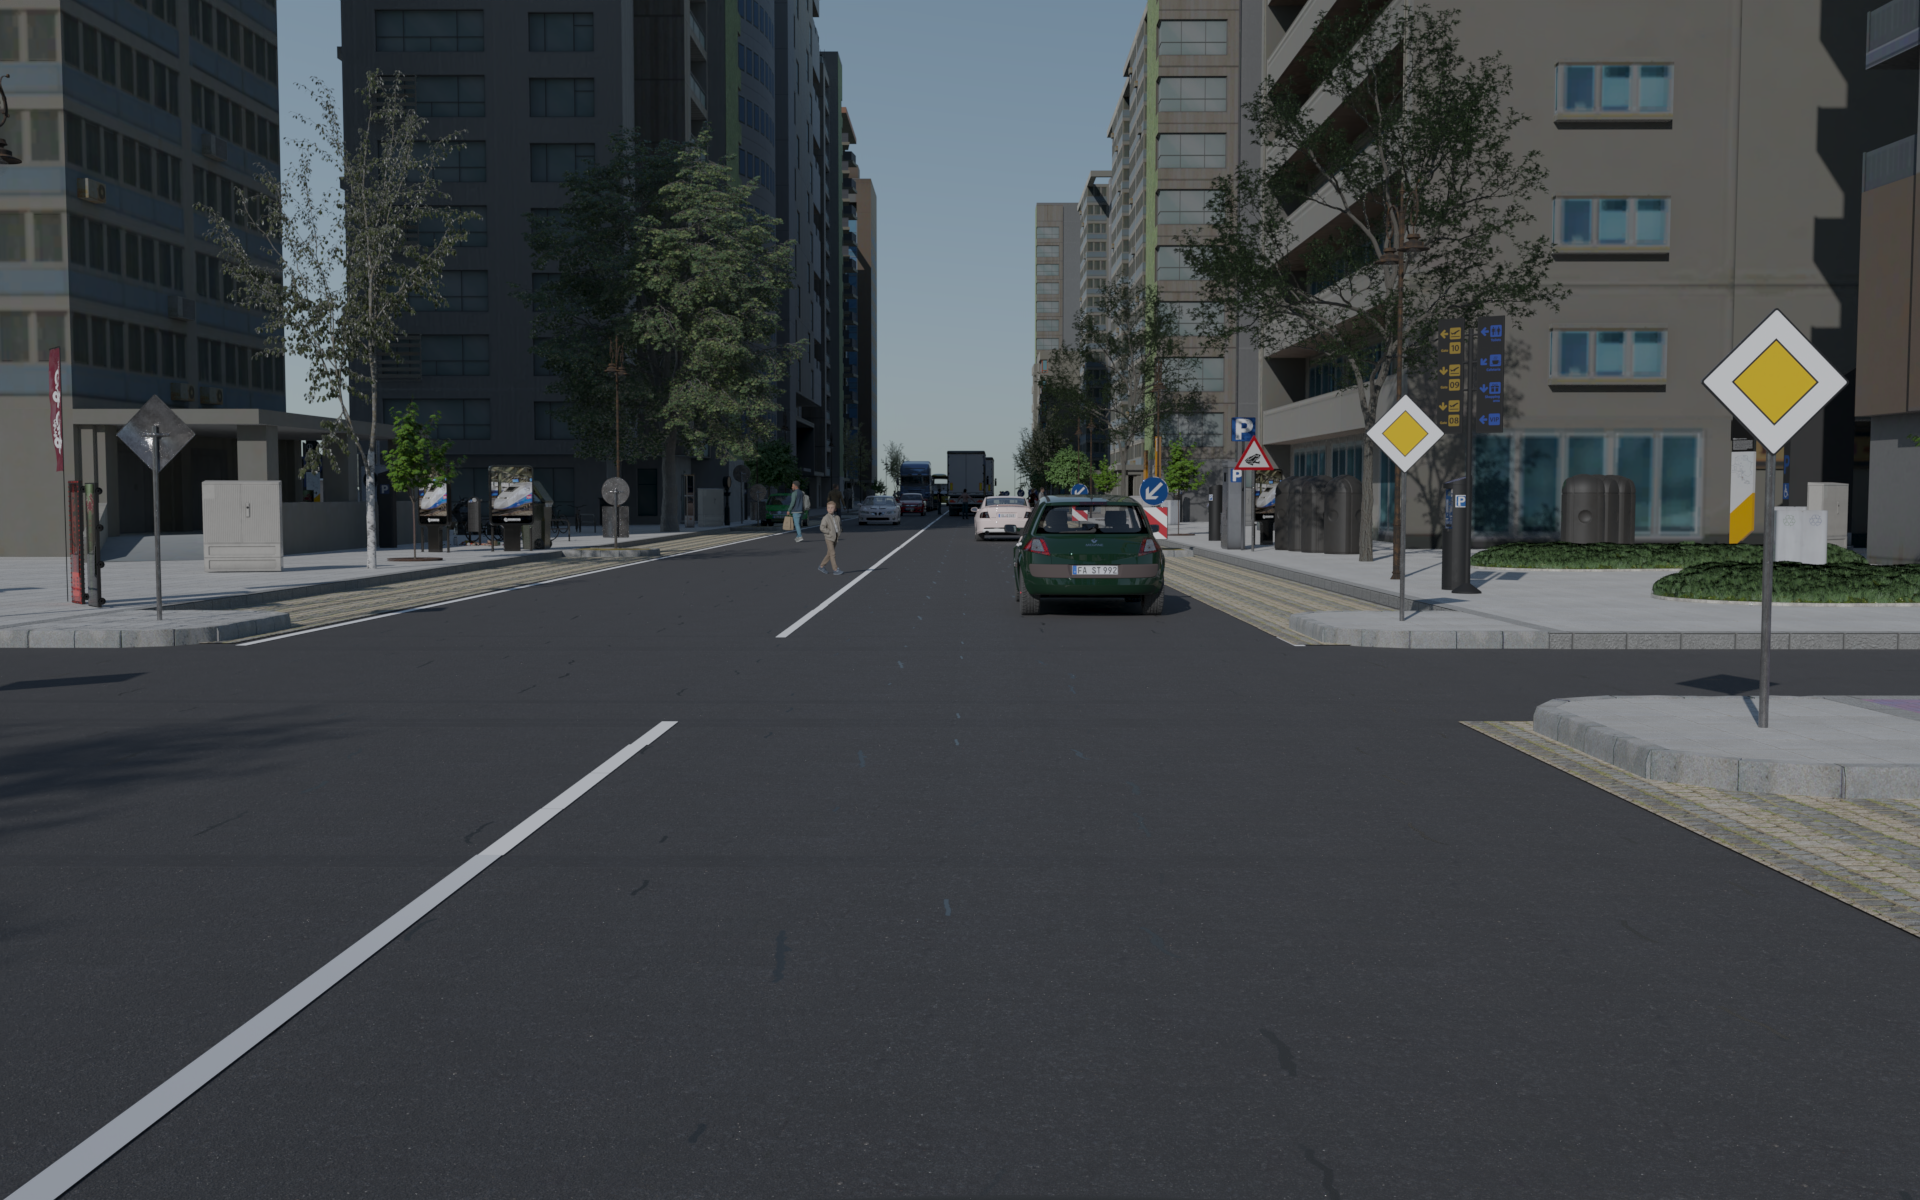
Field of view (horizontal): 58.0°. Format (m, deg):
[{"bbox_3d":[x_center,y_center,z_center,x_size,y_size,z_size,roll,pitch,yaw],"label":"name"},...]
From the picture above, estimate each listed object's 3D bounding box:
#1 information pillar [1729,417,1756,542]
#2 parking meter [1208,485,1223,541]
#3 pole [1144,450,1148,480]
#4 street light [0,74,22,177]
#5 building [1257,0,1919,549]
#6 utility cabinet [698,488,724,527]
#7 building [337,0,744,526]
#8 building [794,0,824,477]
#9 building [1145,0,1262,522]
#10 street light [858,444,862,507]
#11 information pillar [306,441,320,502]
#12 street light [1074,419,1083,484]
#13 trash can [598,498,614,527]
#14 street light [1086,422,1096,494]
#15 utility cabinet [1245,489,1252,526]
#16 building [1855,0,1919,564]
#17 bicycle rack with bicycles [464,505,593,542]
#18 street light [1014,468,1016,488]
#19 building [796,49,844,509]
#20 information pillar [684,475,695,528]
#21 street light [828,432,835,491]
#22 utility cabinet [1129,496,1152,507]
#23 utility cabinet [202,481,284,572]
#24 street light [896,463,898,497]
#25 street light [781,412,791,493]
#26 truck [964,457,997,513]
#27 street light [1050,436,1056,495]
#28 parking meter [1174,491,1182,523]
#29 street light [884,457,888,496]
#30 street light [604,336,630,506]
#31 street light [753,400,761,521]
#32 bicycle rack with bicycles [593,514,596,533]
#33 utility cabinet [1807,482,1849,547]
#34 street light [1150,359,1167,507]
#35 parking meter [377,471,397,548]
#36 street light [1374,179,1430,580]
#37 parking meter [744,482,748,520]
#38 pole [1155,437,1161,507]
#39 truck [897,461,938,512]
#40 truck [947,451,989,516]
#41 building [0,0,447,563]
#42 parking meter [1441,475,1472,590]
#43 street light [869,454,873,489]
[{"bbox_3d":[15.362,-2.608,33.990,0.183,3.616,0.504,-2,4,-32],"label":"information pillar"},{"bbox_3d":[6.999,-2.387,47.442,0.372,1.533,0.369,0,3,0],"label":"parking meter"},{"bbox_3d":[8.622,-5.293,80.380,0.158,3.312,0.155,0,3,0],"label":"pole"},{"bbox_3d":[-10.189,-2.748,17.723,0.468,5.910,1.993,0,4,0],"label":"street light"},{"bbox_3d":[21.092,-26.031,49.310,21.300,48.544,21.600,0,4,0],"label":"building"},{"bbox_3d":[-9.732,-3.610,67.695,0.318,1.500,1.173,2,4,34],"label":"utility cabinet"},{"bbox_3d":[-17.325,-23.903,74.401,14.154,41.232,14.086,0,4,0],"label":"building"},{"bbox_3d":[-25.162,-33.339,134.336,28.713,52.752,27.495,0,4,0],"label":"building"},{"bbox_3d":[16.025,-24.552,85.015,14.154,41.232,14.086,0,4,0],"label":"building"},{"bbox_3d":[-9.227,-11.492,160.680,0.468,5.910,1.993,0,4,0],"label":"street light"},{"bbox_3d":[-24.319,-4.509,65.081,0.504,3.616,0.183,-1,4,-11],"label":"information pillar"},{"bbox_3d":[6.998,-7.913,102.160,0.468,5.910,1.993,0,4,0],"label":"street light"},{"bbox_3d":[-13.786,-3.430,67.741,0.748,1.137,0.748,0,3,0],"label":"trash can"},{"bbox_3d":[6.954,-7.284,91.886,0.468,5.910,1.993,0,4,0],"label":"street light"},{"bbox_3d":[11.284,-3.689,68.986,0.318,1.500,1.173,3,4,37],"label":"utility cabinet"},{"bbox_3d":[23.341,-22.829,23.369,14.200,45.320,14.600,0,4,0],"label":"building"},{"bbox_3d":[-12.031,-2.055,46.977,2.925,0.926,2.852,-3,5,-40],"label":"bicycle rack with bicycles"},{"bbox_3d":[7.985,-17.070,251.883,0.468,5.910,1.993,0,4,0],"label":"street light"},{"bbox_3d":[-18.001,-28.856,155.394,14.154,41.232,14.086,0,4,0],"label":"building"},{"bbox_3d":[-10.325,-3.767,66.083,0.304,2.012,0.304,-2,4,-26],"label":"information pillar"},{"bbox_3d":[-9.507,-9.503,128.164,0.468,5.910,1.993,0,4,0],"label":"street light"},{"bbox_3d":[6.713,-3.230,63.975,1.020,1.237,0.306,3,5,43],"label":"utility cabinet"},{"bbox_3d":[-11.749,-1.205,28.385,1.173,1.500,0.318,-1,4,-14],"label":"utility cabinet"},{"bbox_3d":[-8.758,-16.493,242.454,0.468,5.910,1.993,0,4,0],"label":"street light"},{"bbox_3d":[-9.636,-7.512,95.610,0.468,5.910,1.993,0,4,0],"label":"street light"},{"bbox_3d":[1.440,-9.031,136.565,2.839,4.237,11.283,0,4,2],"label":"truck"},{"bbox_3d":[7.239,-9.915,134.895,0.468,5.910,1.993,0,4,0],"label":"street light"},{"bbox_3d":[9.819,-4.419,77.961,0.255,1.863,0.399,2,4,34],"label":"parking meter"},{"bbox_3d":[-8.951,-14.505,209.938,0.468,5.910,1.993,0,4,0],"label":"street light"},{"bbox_3d":[-10.016,-4.765,50.700,0.468,5.910,1.993,0,4,0],"label":"street light"},{"bbox_3d":[-9.750,-6.754,83.215,0.468,5.910,1.993,0,4,0],"label":"street light"},{"bbox_3d":[-13.306,-2.695,57.441,2.852,0.926,2.925,-2,4,-27],"label":"bicycle rack with bicycles"},{"bbox_3d":[16.455,-1.477,32.836,1.173,1.500,0.318,-3,5,-42],"label":"utility cabinet"},{"bbox_3d":[6.776,-5.286,59.215,0.468,5.910,1.993,0,4,0],"label":"street light"},{"bbox_3d":[-13.637,-2.172,41.218,0.399,1.863,0.255,0,4,7],"label":"parking meter"},{"bbox_3d":[6.557,-3.246,25.855,0.468,5.910,1.993,0,4,0],"label":"street light"},{"bbox_3d":[-10.738,-4.896,85.754,0.399,1.863,0.255,-3,5,-40],"label":"parking meter"},{"bbox_3d":[7.030,-4.140,61.525,0.158,3.312,0.155,0,3,0],"label":"pole"},{"bbox_3d":[-3.368,-9.623,147.092,2.967,4.110,18.799,0,4,2],"label":"truck"},{"bbox_3d":[0.510,-7.852,117.296,2.839,4.237,11.283,0,4,1],"label":"truck"},{"bbox_3d":[-30.272,-21.268,39.608,32.217,40.220,23.993,0,4,0],"label":"building"},{"bbox_3d":[6.647,-0.903,23.174,0.372,1.533,0.369,0,3,0],"label":"parking meter"},{"bbox_3d":[-9.140,-12.516,177.421,0.468,5.910,1.993,0,4,0],"label":"street light"}]
